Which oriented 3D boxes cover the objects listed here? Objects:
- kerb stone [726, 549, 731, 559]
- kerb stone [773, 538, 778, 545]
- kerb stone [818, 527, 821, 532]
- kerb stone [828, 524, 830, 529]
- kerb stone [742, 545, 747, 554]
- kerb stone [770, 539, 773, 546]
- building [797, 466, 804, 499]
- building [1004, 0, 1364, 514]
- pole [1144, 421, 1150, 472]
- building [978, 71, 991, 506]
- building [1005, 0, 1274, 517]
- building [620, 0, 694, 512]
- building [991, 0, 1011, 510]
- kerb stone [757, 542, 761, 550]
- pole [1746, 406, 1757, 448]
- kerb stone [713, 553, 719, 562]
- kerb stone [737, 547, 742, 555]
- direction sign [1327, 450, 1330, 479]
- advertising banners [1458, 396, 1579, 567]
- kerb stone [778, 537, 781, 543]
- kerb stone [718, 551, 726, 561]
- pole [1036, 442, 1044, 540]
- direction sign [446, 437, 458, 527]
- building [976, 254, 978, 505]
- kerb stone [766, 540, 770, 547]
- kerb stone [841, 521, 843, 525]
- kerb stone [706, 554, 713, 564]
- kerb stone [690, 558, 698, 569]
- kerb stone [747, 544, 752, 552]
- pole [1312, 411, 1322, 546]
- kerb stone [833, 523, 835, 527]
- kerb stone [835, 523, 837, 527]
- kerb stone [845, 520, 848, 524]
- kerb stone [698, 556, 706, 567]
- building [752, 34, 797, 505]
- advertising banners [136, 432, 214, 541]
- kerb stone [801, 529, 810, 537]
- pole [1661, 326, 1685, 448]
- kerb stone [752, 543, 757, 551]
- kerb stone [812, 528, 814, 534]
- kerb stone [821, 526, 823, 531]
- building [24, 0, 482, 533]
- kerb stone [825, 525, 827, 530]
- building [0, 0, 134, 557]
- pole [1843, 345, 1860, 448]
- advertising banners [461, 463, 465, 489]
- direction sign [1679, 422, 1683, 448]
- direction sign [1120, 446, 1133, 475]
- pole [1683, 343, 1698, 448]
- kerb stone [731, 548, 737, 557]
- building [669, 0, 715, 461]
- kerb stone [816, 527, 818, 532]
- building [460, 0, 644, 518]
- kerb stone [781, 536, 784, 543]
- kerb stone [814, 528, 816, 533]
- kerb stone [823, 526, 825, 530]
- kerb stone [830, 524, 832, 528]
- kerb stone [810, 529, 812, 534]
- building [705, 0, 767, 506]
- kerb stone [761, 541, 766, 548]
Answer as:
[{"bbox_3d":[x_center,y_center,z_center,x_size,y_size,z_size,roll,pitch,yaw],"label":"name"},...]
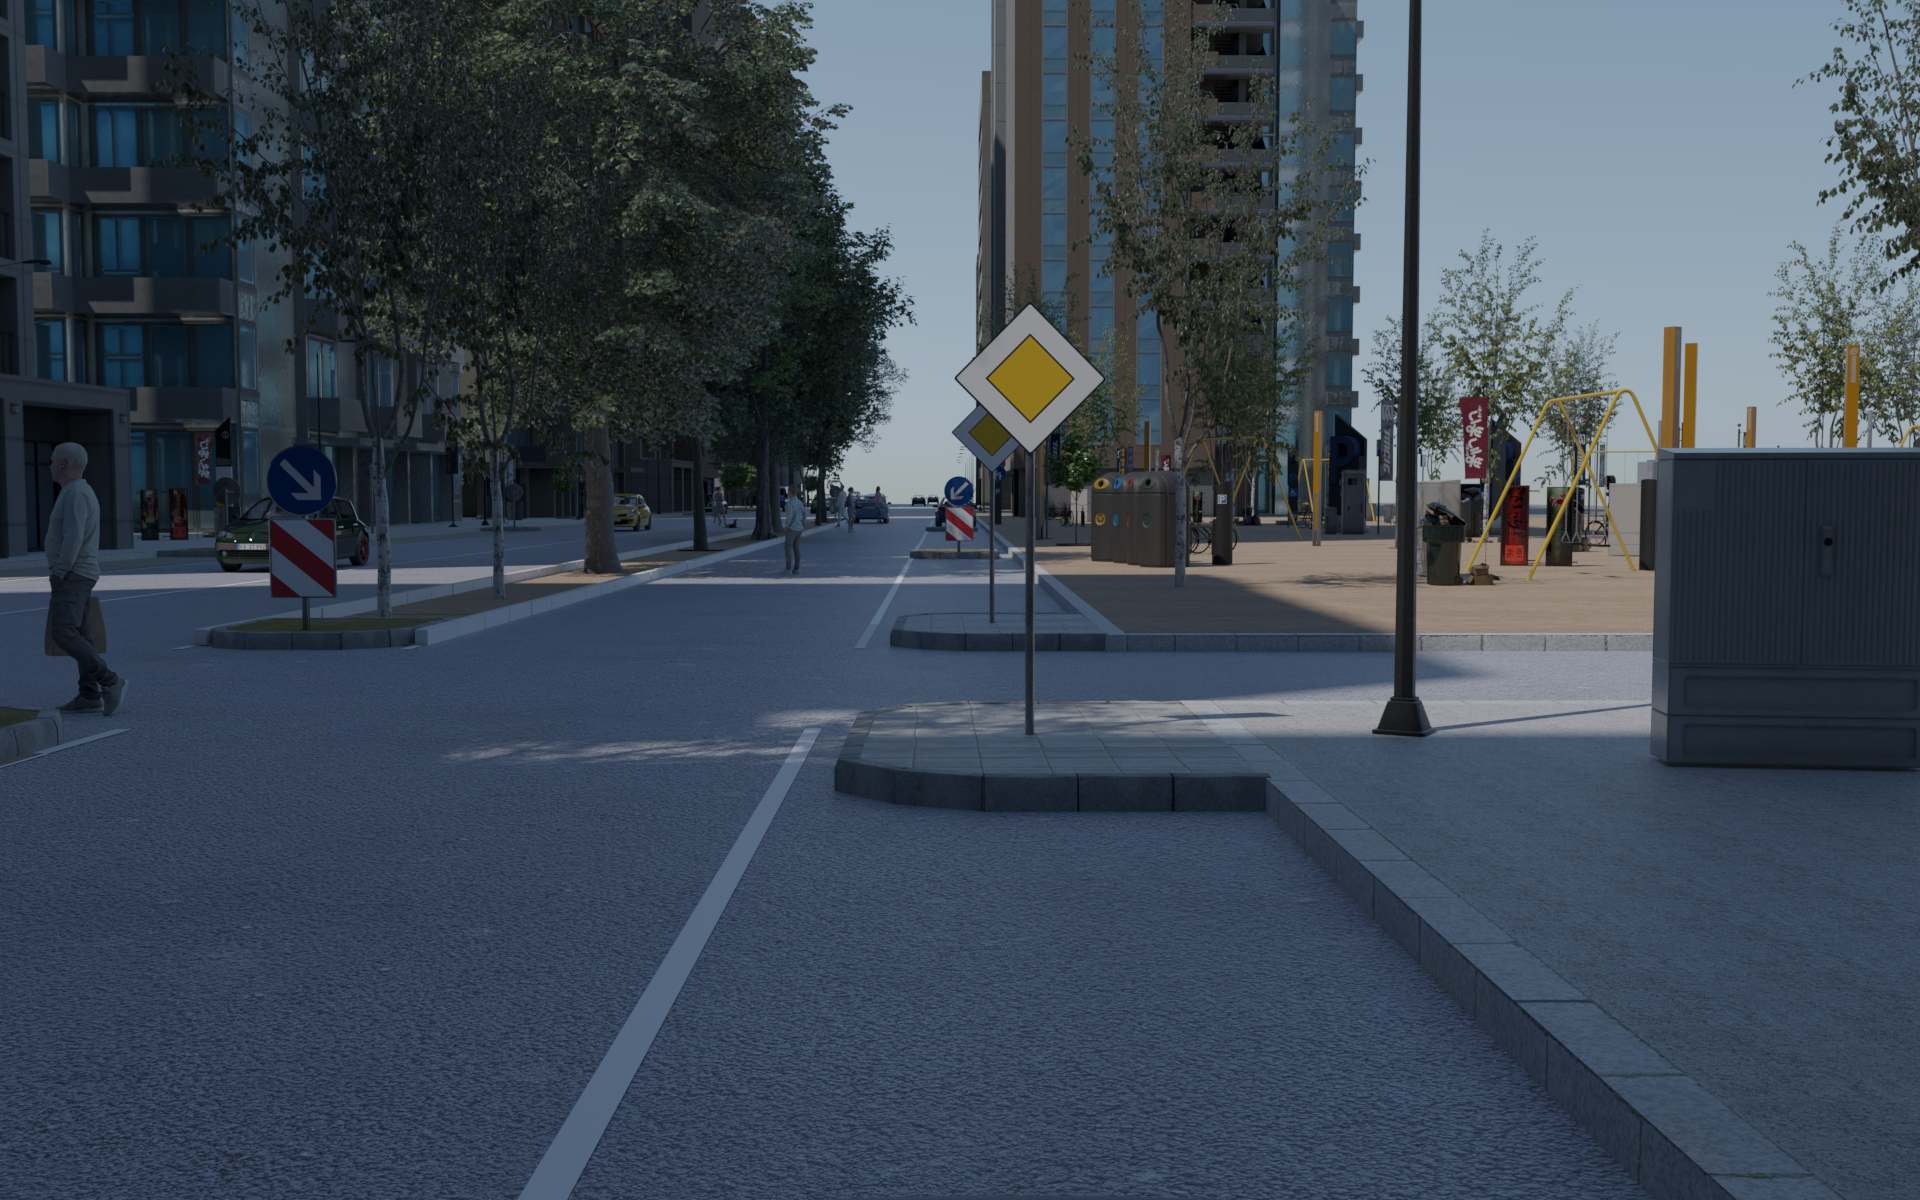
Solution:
[{"bbox_3d":[-5.251,-0.990,38.405,0.120,0.150,1.000,0,4,0],"label":"kerb stone"},{"bbox_3d":[-5.304,-1.618,48.654,0.120,0.150,1.000,0,4,0],"label":"kerb stone"},{"bbox_3d":[-5.423,-2.621,65.044,0.120,0.150,1.000,0,4,0],"label":"kerb stone"},{"bbox_3d":[-5.457,-2.936,70.199,0.120,0.150,1.000,0,4,0],"label":"kerb stone"},{"bbox_3d":[-5.269,-1.174,41.471,0.120,0.150,1.000,0,4,0],"label":"kerb stone"},{"bbox_3d":[-5.313,-1.550,47.632,0.120,0.150,1.000,0,4,0],"label":"kerb stone"},{"bbox_3d":[-29.211,-36.072,239.886,14.600,45.320,14.200,0,4,0],"label":"building"},{"bbox_3d":[15.165,-30.782,122.902,23.786,49.044,30.456,0,4,0],"label":"building"},{"bbox_3d":[5.237,-3.343,48.499,0.158,3.312,0.155,0,3,0],"label":"pole"},{"bbox_3d":[12.852,-34.697,190.996,21.300,48.544,21.600,0,4,0],"label":"building"},{"bbox_3d":[9.807,-27.559,100.693,14.600,45.320,14.200,0,4,0],"label":"building"},{"bbox_3d":[-30.516,-42.302,129.890,20.563,71.187,20.611,0,4,0],"label":"building"},{"bbox_3d":[13.205,-37.338,152.477,21.231,58.520,28.212,0,4,0],"label":"building"},{"bbox_3d":[-5.293,-1.367,44.549,0.120,0.150,1.000,0,4,0],"label":"kerb stone"},{"bbox_3d":[18.437,-2.849,40.423,0.158,3.312,0.155,0,3,0],"label":"pole"},{"bbox_3d":[-5.236,-0.860,36.357,0.120,0.150,1.000,0,4,0],"label":"kerb stone"},{"bbox_3d":[-5.265,-1.114,40.449,0.120,0.150,1.000,0,4,0],"label":"kerb stone"},{"bbox_3d":[19.148,-5.972,89.632,0.379,3.537,0.876,0,4,-5],"label":"direction sign"},{"bbox_3d":[9.914,-2.117,30.802,2.074,3.025,0.090,1,4,19],"label":"advertising banners"},{"bbox_3d":[-5.320,-1.676,49.677,0.120,0.150,1.000,0,4,0],"label":"kerb stone"},{"bbox_3d":[-5.241,-0.924,37.383,0.120,0.150,1.000,0,4,0],"label":"kerb stone"},{"bbox_3d":[2.227,-3.326,48.225,0.158,3.312,0.155,0,3,0],"label":"pole"},{"bbox_3d":[-19.666,-4.594,67.115,0.379,3.537,0.876,-3,5,-44],"label":"direction sign"},{"bbox_3d":[8.902,-26.767,209.342,14.160,30.474,14.107,0,4,0],"label":"building"},{"bbox_3d":[-5.300,-1.493,46.608,0.120,0.150,1.000,0,4,0],"label":"kerb stone"},{"bbox_3d":[-5.510,-3.436,78.411,0.120,0.150,1.000,0,4,0],"label":"kerb stone"},{"bbox_3d":[-5.224,-0.803,35.330,0.120,0.150,1.000,0,4,0],"label":"kerb stone"},{"bbox_3d":[-5.213,-0.673,33.286,0.120,0.150,1.000,0,4,0],"label":"kerb stone"},{"bbox_3d":[-5.274,-1.239,42.505,0.120,0.150,1.000,0,4,0],"label":"kerb stone"},{"bbox_3d":[8.781,-2.979,42.553,0.158,3.312,0.155,0,3,0],"label":"pole"},{"bbox_3d":[-5.479,-3.123,73.281,0.120,0.150,1.000,0,4,0],"label":"kerb stone"},{"bbox_3d":[-5.491,-3.182,74.306,0.120,0.150,1.000,0,4,0],"label":"kerb stone"},{"bbox_3d":[-5.561,-3.748,83.542,0.120,0.150,1.000,0,4,0],"label":"kerb stone"},{"bbox_3d":[-5.218,-0.738,34.308,0.120,0.150,1.000,0,4,0],"label":"kerb stone"},{"bbox_3d":[-32.443,-41.354,218.136,21.231,58.520,28.212,0,4,0],"label":"building"},{"bbox_3d":[-21.809,-3.182,48.216,2.074,3.025,0.090,-3,4,-39],"label":"advertising banners"},{"bbox_3d":[-5.391,-2.304,59.917,0.120,0.150,1.000,0,4,0],"label":"kerb stone"},{"bbox_3d":[8.683,-1.673,21.195,0.158,3.312,0.155,0,3,0],"label":"pole"},{"bbox_3d":[-5.284,-1.302,43.527,0.120,0.150,1.000,0,4,0],"label":"kerb stone"},{"bbox_3d":[-5.404,-2.433,61.967,0.120,0.150,1.000,0,4,0],"label":"kerb stone"},{"bbox_3d":[-5.433,-2.684,66.074,0.120,0.150,1.000,0,4,0],"label":"kerb stone"},{"bbox_3d":[-33.178,-27.432,68.118,23.786,49.044,30.456,0,4,0],"label":"building"},{"bbox_3d":[-5.447,-2.805,68.151,0.120,0.150,1.000,0,4,0],"label":"kerb stone"},{"bbox_3d":[-29.608,-36.437,33.995,20.563,71.187,20.611,0,4,0],"label":"building"},{"bbox_3d":[12.211,-1.831,23.778,0.158,3.312,0.155,0,3,0],"label":"pole"},{"bbox_3d":[-26.578,-5.749,90.180,2.074,3.025,0.090,1,4,18],"label":"advertising banners"},{"bbox_3d":[22.715,-3.842,54.806,0.379,3.537,0.876,-3,4,-38],"label":"direction sign"},{"bbox_3d":[7.864,-5.501,81.941,0.379,3.537,0.876,-3,4,-38],"label":"direction sign"},{"bbox_3d":[9.884,-1.814,23.498,0.158,3.312,0.155,0,3,0],"label":"pole"},{"bbox_3d":[-5.259,-1.054,39.427,0.120,0.150,1.000,0,4,0],"label":"kerb stone"},{"bbox_3d":[-28.617,-30.456,148.065,14.600,45.320,14.200,0,4,0],"label":"building"},{"bbox_3d":[-5.429,-2.558,64.022,0.120,0.150,1.000,0,4,0],"label":"kerb stone"},{"bbox_3d":[-31.922,-27.607,105.993,22.147,44.769,28.867,0,4,0],"label":"building"},{"bbox_3d":[-5.331,-1.742,50.706,0.120,0.150,1.000,0,4,0],"label":"kerb stone"},{"bbox_3d":[-5.417,-2.496,62.997,0.120,0.150,1.000,0,4,0],"label":"kerb stone"},{"bbox_3d":[-5.443,-2.747,67.112,0.120,0.150,1.000,0,4,0],"label":"kerb stone"},{"bbox_3d":[-5.470,-2.994,71.224,0.120,0.150,1.000,0,4,0],"label":"kerb stone"},{"bbox_3d":[-5.394,-2.370,60.944,0.120,0.150,1.000,0,4,0],"label":"kerb stone"},{"bbox_3d":[-35.612,-36.733,189.824,28.713,52.752,27.495,0,4,0],"label":"building"},{"bbox_3d":[-5.294,-1.430,45.575,0.120,0.150,1.000,0,4,0],"label":"kerb stone"}]
